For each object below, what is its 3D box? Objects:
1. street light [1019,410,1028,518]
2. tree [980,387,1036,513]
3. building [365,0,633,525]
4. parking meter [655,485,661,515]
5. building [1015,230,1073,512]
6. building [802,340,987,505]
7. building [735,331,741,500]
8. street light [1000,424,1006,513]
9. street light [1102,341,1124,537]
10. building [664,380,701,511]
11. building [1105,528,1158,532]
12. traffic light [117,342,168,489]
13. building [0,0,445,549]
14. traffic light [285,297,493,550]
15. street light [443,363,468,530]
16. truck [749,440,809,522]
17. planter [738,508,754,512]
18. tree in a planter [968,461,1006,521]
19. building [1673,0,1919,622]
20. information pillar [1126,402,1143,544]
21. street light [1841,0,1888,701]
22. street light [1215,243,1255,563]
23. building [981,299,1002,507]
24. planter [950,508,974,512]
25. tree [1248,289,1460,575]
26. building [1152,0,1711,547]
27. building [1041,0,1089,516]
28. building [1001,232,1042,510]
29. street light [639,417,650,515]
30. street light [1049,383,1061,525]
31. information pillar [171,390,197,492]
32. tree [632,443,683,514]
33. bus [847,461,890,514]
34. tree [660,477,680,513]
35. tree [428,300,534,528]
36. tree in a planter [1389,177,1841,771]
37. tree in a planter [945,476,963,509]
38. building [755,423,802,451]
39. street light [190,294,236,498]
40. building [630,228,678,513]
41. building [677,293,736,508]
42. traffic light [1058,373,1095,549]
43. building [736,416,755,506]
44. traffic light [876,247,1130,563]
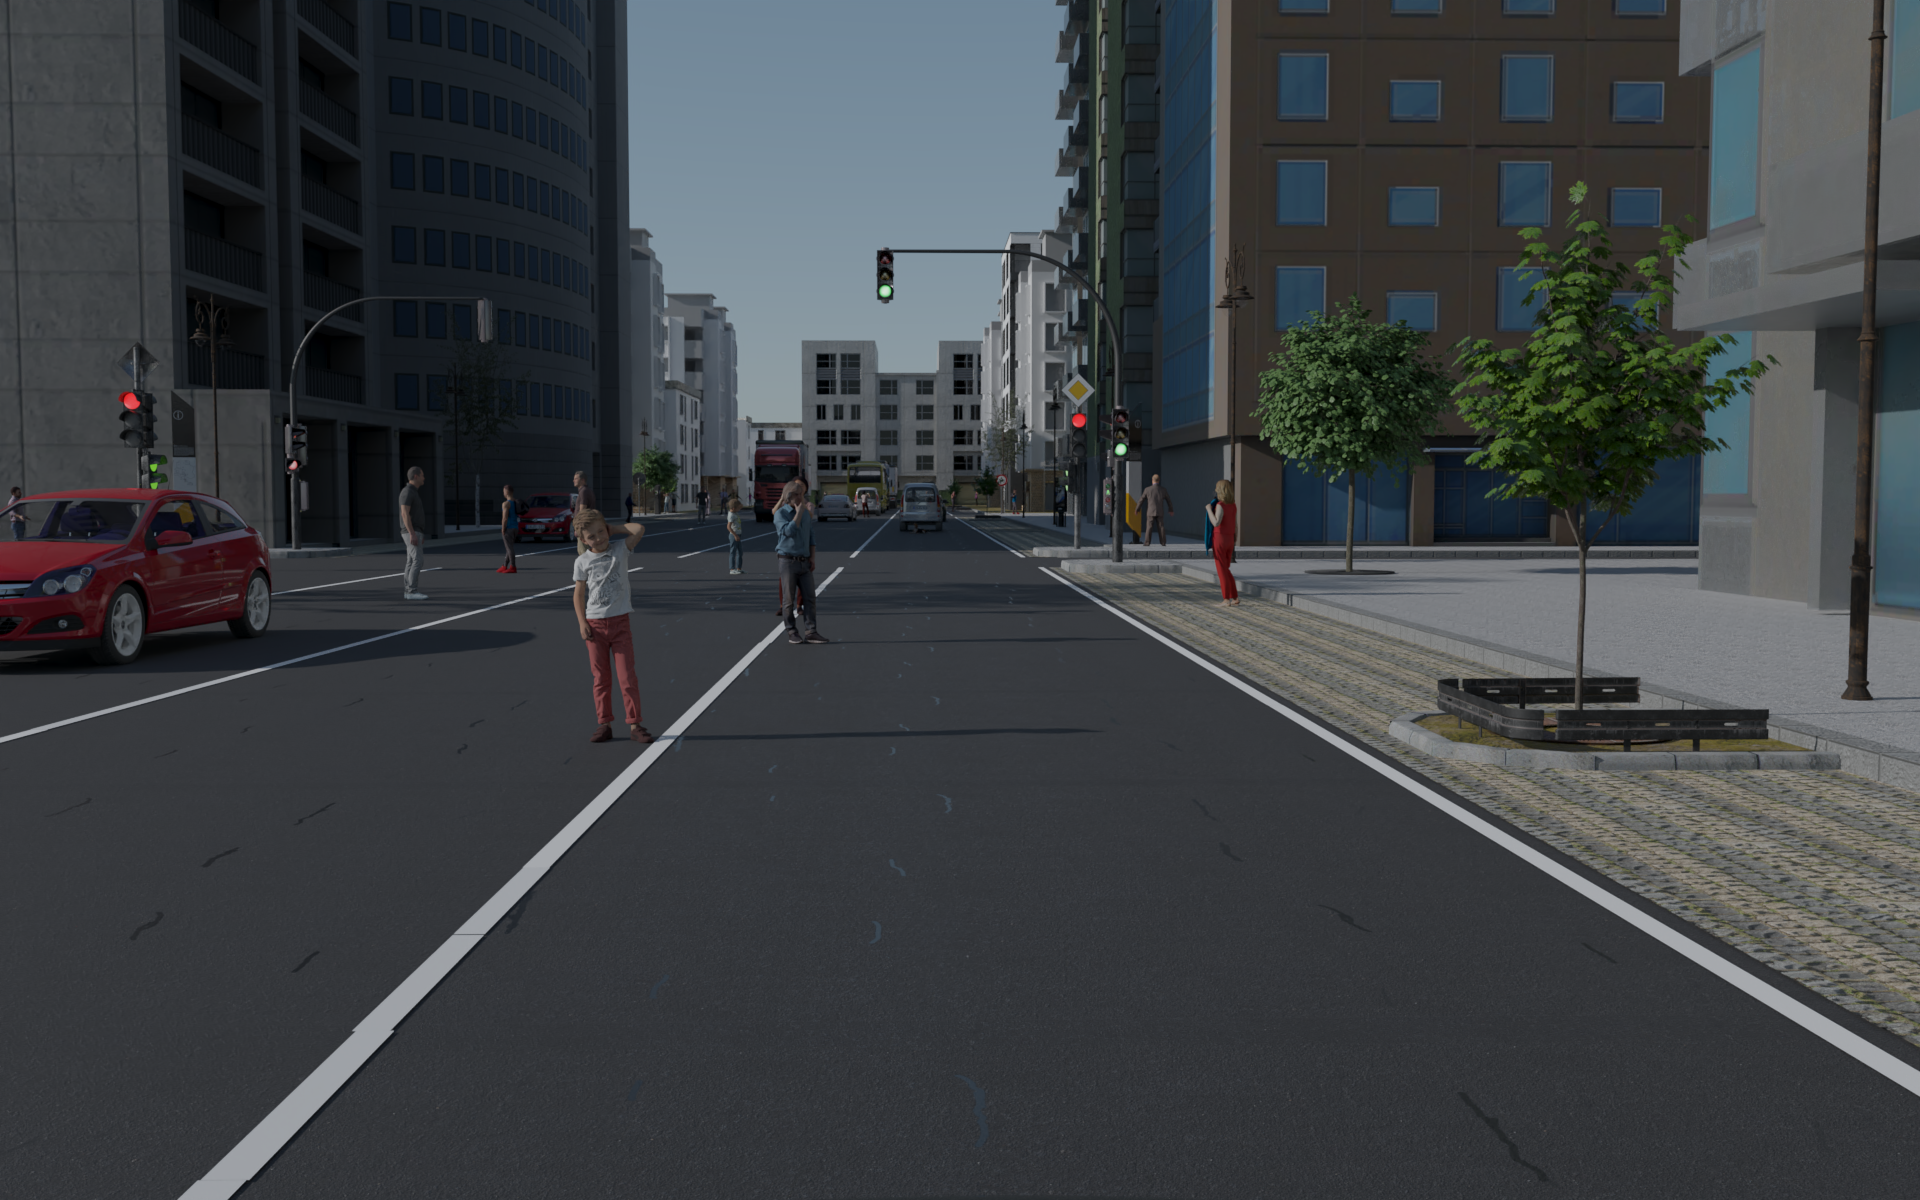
[{"bbox_3d":[3.437,-7.382,93.478,0.468,5.910,1.993,0,4,-1],"label":"street light"},{"bbox_3d":[3.099,-10.326,119.191,4.360,8.622,3.978,0,3,0],"label":"tree"},{"bbox_3d":[-28.499,-32.983,81.268,21.231,58.520,28.212,0,4,-1],"label":"building"},{"bbox_3d":[-18.969,-6.296,108.655,0.255,1.863,0.399,1,4,14],"label":"parking meter"},{"bbox_3d":[12.294,-16.724,129.856,16.016,20.091,11.380,0,4,-1],"label":"building"},{"bbox_3d":[-2.649,-20.886,207.942,31.486,18.905,16.747,0,4,-1],"label":"building"},{"bbox_3d":[-30.153,-19.325,172.378,16.016,20.091,11.380,0,4,-1],"label":"building"},{"bbox_3d":[2.860,-8.670,114.545,0.468,5.910,1.993,0,4,-1],"label":"street light"},{"bbox_3d":[4.497,-4.791,51.114,0.468,5.910,1.993,0,4,-1],"label":"street light"},{"bbox_3d":[-25.699,-12.208,141.754,9.099,9.664,28.070,0,4,-1],"label":"building"},{"bbox_3d":[12.256,-23.240,63.571,14.154,41.232,14.086,0,4,-1],"label":"building"},{"bbox_3d":[-15.105,-2.630,31.928,0.839,4.253,0.868,0,4,-1],"label":"traffic light"},{"bbox_3d":[-26.600,-37.328,48.569,20.563,71.187,20.611,0,4,-1],"label":"building"},{"bbox_3d":[-13.219,-3.996,39.999,4.771,5.953,1.251,0,4,-1],"label":"traffic light"},{"bbox_3d":[-17.817,-5.414,61.304,0.468,5.910,1.993,0,4,-1],"label":"street light"},{"bbox_3d":[-9.491,-6.321,92.258,2.839,4.237,11.283,0,4,-3],"label":"truck"},{"bbox_3d":[-17.606,-7.381,141.820,1.991,0.319,1.994,0,4,-1],"label":"planter"},{"bbox_3d":[1.451,-5.817,92.328,1.991,3.239,1.994,0,4,-1],"label":"tree in a planter"},{"bbox_3d":[19.766,-23.834,9.287,23.786,49.044,30.456,0,4,-1],"label":"building"},{"bbox_3d":[4.443,-3.228,44.138,0.504,3.616,0.183,-3,5,-40],"label":"information pillar"},{"bbox_3d":[5.608,-2.316,10.650,0.468,5.910,1.993,0,4,-1],"label":"street light"},{"bbox_3d":[5.067,-3.627,32.091,0.468,5.910,1.993,0,4,-1],"label":"street light"},{"bbox_3d":[10.199,-19.409,173.761,16.016,20.091,11.380,0,4,-1],"label":"building"},{"bbox_3d":[0.171,-7.412,142.333,1.991,0.319,1.994,0,4,-1],"label":"planter"},{"bbox_3d":[6.321,-2.701,27.871,4.285,4.588,4.351,0,3,0],"label":"tree"},{"bbox_3d":[13.347,-24.305,47.494,14.200,45.320,14.600,0,4,-1],"label":"building"},{"bbox_3d":[17.180,-29.367,99.758,23.786,49.044,30.456,0,4,-1],"label":"building"},{"bbox_3d":[17.444,-18.835,151.919,27.936,21.610,32.646,0,4,-1],"label":"building"},{"bbox_3d":[-18.962,-8.039,104.226,0.468,5.910,1.993,0,4,-1],"label":"street light"},{"bbox_3d":[3.949,-6.079,72.172,0.468,5.910,1.993,0,4,-1],"label":"street light"},{"bbox_3d":[-17.543,-2.923,39.149,0.504,3.616,0.183,-1,4,-18],"label":"information pillar"},{"bbox_3d":[-19.479,-7.771,110.768,4.285,4.588,4.351,0,3,0],"label":"tree"},{"bbox_3d":[-6.769,-8.324,127.651,2.896,3.916,12.252,0,4,-1],"label":"bus"},{"bbox_3d":[-19.505,-7.386,115.368,1.663,3.219,1.824,0,3,0],"label":"tree"},{"bbox_3d":[-18.512,-7.098,66.420,4.360,8.622,3.978,0,3,0],"label":"tree"},{"bbox_3d":[3.544,-0.770,9.814,1.991,3.239,1.994,0,4,-1],"label":"tree in a planter"},{"bbox_3d":[-0.518,-10.537,169.496,1.991,3.239,1.994,0,4,-1],"label":"tree in a planter"},{"bbox_3d":[-32.320,-15.995,203.671,28.070,9.664,9.099,0,4,-1],"label":"building"},{"bbox_3d":[-17.299,-4.126,40.245,0.468,5.910,1.993,0,4,-1],"label":"street light"},{"bbox_3d":[-28.854,-16.192,121.151,16.016,20.091,11.380,0,4,-1],"label":"building"},{"bbox_3d":[-29.815,-18.630,161.024,16.016,20.091,11.380,0,4,-1],"label":"building"},{"bbox_3d":[2.727,-3.148,40.383,0.839,4.253,0.868,0,4,-1],"label":"traffic light"},{"bbox_3d":[-36.767,-14.903,185.807,28.070,9.664,9.099,0,4,-1],"label":"building"},{"bbox_3d":[0.841,-3.519,32.207,4.771,5.953,1.251,0,4,-1],"label":"traffic light"}]
